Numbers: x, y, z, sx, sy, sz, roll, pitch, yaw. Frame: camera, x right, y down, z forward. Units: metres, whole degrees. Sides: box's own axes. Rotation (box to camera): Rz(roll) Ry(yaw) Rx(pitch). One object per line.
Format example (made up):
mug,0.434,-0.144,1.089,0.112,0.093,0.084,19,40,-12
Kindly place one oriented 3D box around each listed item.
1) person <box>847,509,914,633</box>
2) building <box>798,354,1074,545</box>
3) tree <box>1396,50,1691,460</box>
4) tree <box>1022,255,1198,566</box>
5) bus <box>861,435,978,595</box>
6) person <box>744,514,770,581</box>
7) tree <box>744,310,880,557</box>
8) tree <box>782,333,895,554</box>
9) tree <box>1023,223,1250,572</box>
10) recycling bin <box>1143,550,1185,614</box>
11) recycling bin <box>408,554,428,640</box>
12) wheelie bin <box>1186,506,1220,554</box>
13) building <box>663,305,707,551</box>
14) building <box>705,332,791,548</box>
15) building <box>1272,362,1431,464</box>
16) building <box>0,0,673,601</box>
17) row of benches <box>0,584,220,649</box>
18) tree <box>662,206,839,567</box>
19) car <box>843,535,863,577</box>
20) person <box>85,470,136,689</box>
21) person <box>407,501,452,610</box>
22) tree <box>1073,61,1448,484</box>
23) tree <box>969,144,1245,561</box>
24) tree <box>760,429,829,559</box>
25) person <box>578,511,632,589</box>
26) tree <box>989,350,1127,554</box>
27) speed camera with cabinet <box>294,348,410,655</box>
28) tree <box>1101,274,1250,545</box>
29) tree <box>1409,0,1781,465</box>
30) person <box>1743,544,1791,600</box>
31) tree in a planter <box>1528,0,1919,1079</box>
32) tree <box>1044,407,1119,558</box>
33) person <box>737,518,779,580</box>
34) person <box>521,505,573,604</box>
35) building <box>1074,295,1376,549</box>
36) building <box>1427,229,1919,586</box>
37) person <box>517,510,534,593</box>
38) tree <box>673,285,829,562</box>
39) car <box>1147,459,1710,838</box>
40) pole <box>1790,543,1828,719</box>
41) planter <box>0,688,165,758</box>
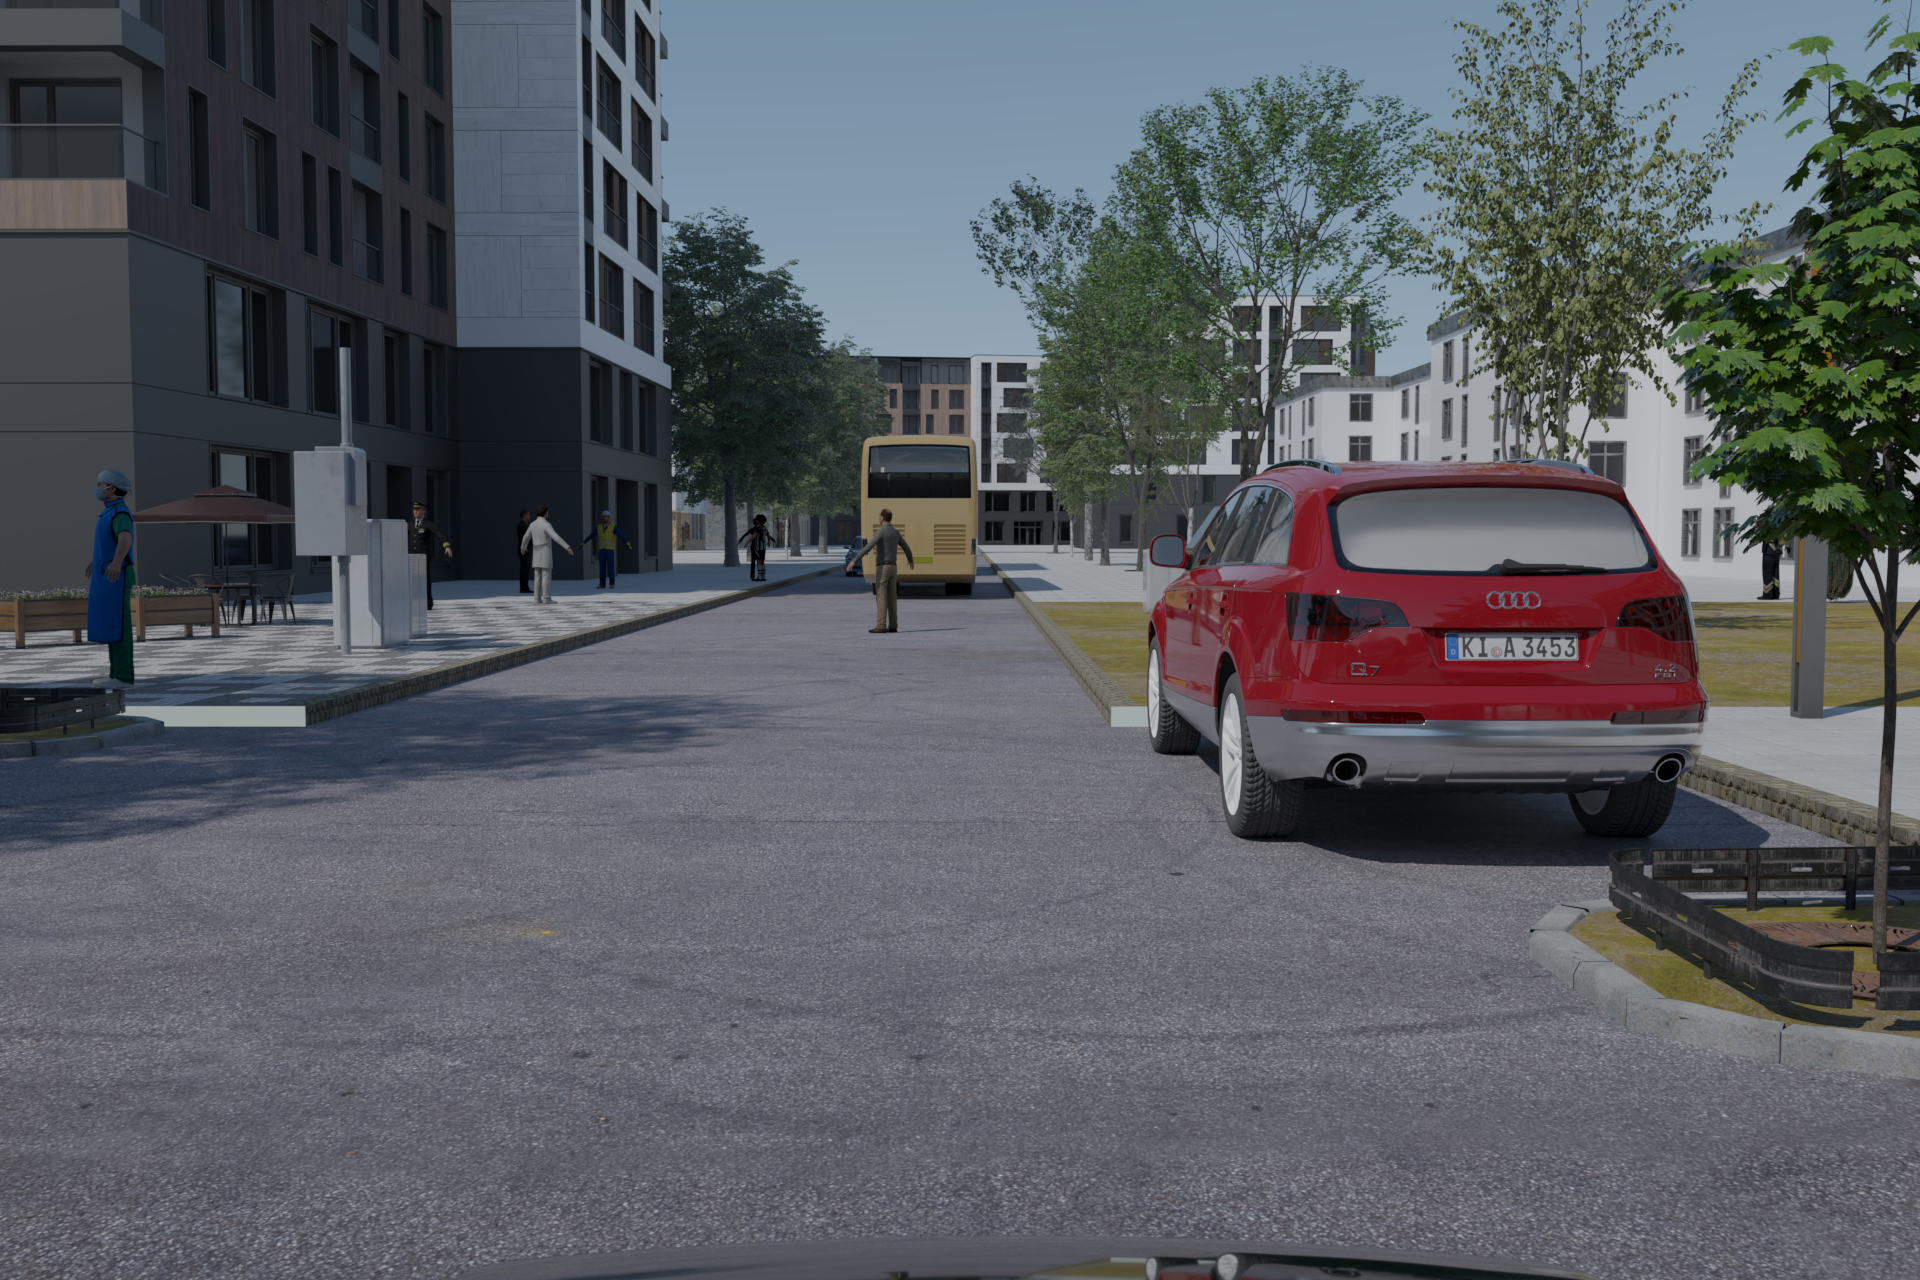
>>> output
person,-1.092,-1.001,25.099,0.705,1.796,1.348,3,5,42
building,-2.556,-22.168,208.874,32.646,21.610,27.936,-1,4,-9
tree,9.056,-4.705,27.293,4.737,8.622,4.395,0,3,0
tree,6.074,-9.246,69.301,7.486,12.596,7.792,0,3,0
bus,-0.901,-3.175,43.454,2.896,3.916,12.252,0,4,0
person,-5.434,-2.496,46.947,0.704,1.843,1.345,1,4,22
tree,-9.350,-11.698,97.923,9.857,13.997,8.962,0,3,0
tree,-8.888,-12.479,110.691,9.857,13.997,8.962,0,3,0
tree,6.124,-8.137,58.788,9.928,11.665,9.643,0,3,0
recycling bin,3.345,-0.944,27.996,0.722,1.027,0.722,0,4,1
recycling bin,-7.016,-0.536,21.313,0.722,1.027,0.722,0,4,-1
wheelie bin,2.895,-0.703,19.400,0.693,1.594,0.980,0,4,-1
building,-26.375,-16.905,132.812,16.016,20.090,11.380,0,4,0
building,-26.297,-20.566,167.182,19.493,23.208,18.063,0,3,0
building,23.667,-9.179,92.218,9.099,9.664,28.070,0,3,0
building,-24.342,-12.307,45.199,27.936,21.610,32.646,0,4,1
row of benches,-10.523,-0.268,19.845,1.422,0.672,4.104,2,4,33
tree,-8.943,-9.855,67.784,9.857,13.997,8.962,0,3,0
car,-2.985,-2.916,59.674,2.014,1.417,4.499,0,4,0
person,-7.083,-0.509,14.449,0.704,1.817,1.347,-2,4,-34
person,-9.102,-1.421,29.166,1.347,1.837,0.705,1,4,18
tree,6.509,-6.886,38.342,9.928,11.665,9.643,0,3,0
tree,7.574,-13.856,82.439,12.611,20.169,13.585,0,3,0
tree,-8.863,-8.390,87.541,4.360,8.622,3.978,0,3,0
person,-8.343,-2.132,40.825,1.349,1.833,0.705,1,4,13
tree,6.357,-12.382,112.822,12.009,13.543,11.850,0,3,0
speed camera with cabinet,-6.720,-1.519,19.175,0.660,3.252,2.038,0,4,0
tree,6.503,-5.975,48.061,4.360,8.622,3.978,0,3,0
tree,7.806,-4.369,21.801,4.737,8.622,4.395,0,3,0
person,15.761,-1.707,33.690,1.354,1.856,0.705,-2,4,-29
tree in a planter,2.924,-0.500,5.403,1.991,3.239,1.994,0,3,0
tree,5.936,-8.786,94.014,4.360,8.622,3.978,0,3,0
person,-5.641,-2.541,48.269,1.216,1.740,0.721,1,4,9
person,-7.662,-1.573,31.901,1.347,1.806,0.705,2,4,35
building,24.644,-19.616,164.689,27.936,21.610,32.646,0,4,1
building,23.321,-6.965,56.029,9.099,9.664,28.070,0,4,0
person,-9.425,-1.921,37.633,0.704,1.802,1.346,-2,4,-26
tree,-10.066,-9.880,79.661,7.486,12.596,7.792,0,3,0
car,2.275,-0.064,9.716,2.281,1.827,5.304,0,4,0
pole,5.915,-1.111,12.002,0.158,3.312,0.155,0,3,0
planter,-6.715,0.561,11.969,1.991,0.319,1.994,0,4,0
